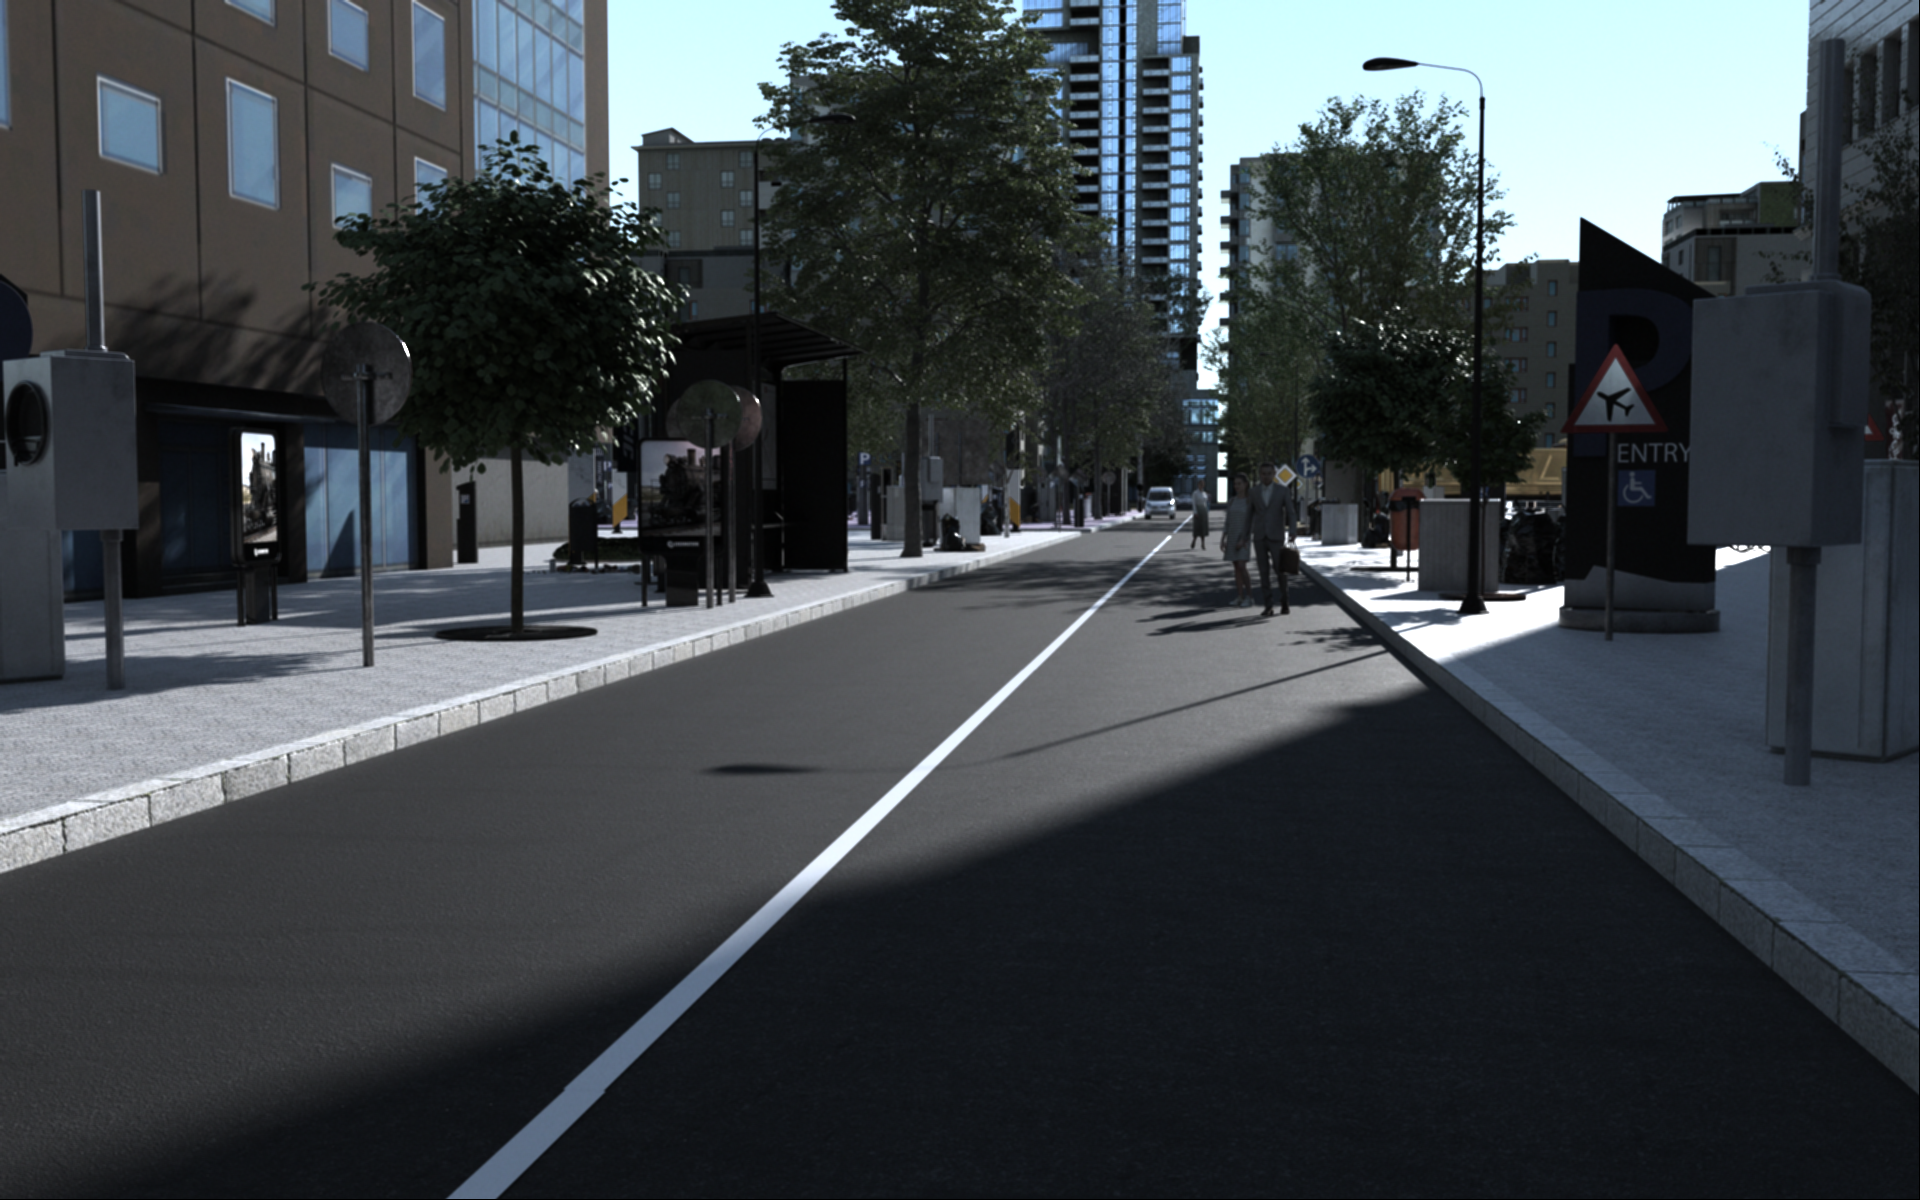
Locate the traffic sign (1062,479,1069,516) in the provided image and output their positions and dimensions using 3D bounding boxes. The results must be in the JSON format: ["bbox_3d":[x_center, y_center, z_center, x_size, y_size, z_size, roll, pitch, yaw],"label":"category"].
[{"bbox_3d":[6.129,-6.307,103.223,0.768,2.556,0.104,1,4,12],"label":"traffic sign"}]

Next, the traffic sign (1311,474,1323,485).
[{"bbox_3d":[20.793,-6.161,100.832,0.768,2.556,0.104,1,4,9],"label":"traffic sign"}]

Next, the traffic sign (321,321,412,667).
[{"bbox_3d":[-4.403,-0.777,12.818,0.768,2.556,0.104,1,4,16],"label":"traffic sign"}]

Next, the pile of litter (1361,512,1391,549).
[{"bbox_3d":[10.303,-1.678,41.397,1.719,0.858,1.176,-2,4,-24],"label":"pile of litter"}]

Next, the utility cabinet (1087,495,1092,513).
[{"bbox_3d":[9.262,-6.684,120.450,0.306,1.237,1.020,-2,4,-31],"label":"utility cabinet"}]

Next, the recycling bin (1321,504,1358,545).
[{"bbox_3d":[9.659,-1.927,44.056,0.722,1.027,0.722,2,4,34],"label":"recycling bin"}]

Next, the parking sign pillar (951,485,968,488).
[{"bbox_3d":[0.008,-8.066,120.345,1.447,3.967,1.447,2,4,29],"label":"parking sign pillar"}]

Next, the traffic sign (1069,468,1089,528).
[{"bbox_3d":[4.499,-3.800,65.768,0.795,2.450,0.064,1,4,8],"label":"traffic sign"}]

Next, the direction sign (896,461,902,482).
[{"bbox_3d":[-3.917,-7.725,118.302,0.876,3.537,0.379,0,4,-7],"label":"direction sign"}]

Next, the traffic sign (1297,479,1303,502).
[{"bbox_3d":[25.496,-7.926,130.767,0.795,2.450,0.064,1,4,9],"label":"traffic sign"}]

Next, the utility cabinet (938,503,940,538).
[{"bbox_3d":[-0.766,-2.402,50.429,1.020,1.237,0.306,1,4,17],"label":"utility cabinet"}]

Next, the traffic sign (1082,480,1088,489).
[{"bbox_3d":[6.651,-5.617,93.967,0.606,2.300,0.079,1,4,15],"label":"traffic sign"}]

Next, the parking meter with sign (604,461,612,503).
[{"bbox_3d":[-18.231,-5.732,89.975,0.543,3.016,1.738,-1,4,-17],"label":"parking meter with sign"}]

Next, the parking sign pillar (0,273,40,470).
[{"bbox_3d":[-8.754,-1.636,15.229,1.447,3.967,1.447,2,4,31],"label":"parking sign pillar"}]

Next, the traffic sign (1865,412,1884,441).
[{"bbox_3d":[8.844,-1.072,17.536,0.884,2.594,0.081,1,4,16],"label":"traffic sign"}]

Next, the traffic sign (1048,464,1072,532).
[{"bbox_3d":[3.336,-3.317,57.867,0.795,2.450,0.064,1,4,8],"label":"traffic sign"}]

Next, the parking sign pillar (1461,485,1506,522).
[{"bbox_3d":[15.910,-3.924,52.623,1.447,3.967,1.447,1,4,20],"label":"parking sign pillar"}]

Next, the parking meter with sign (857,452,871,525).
[{"bbox_3d":[-4.054,-4.664,72.512,0.543,3.016,1.738,0,4,-8],"label":"parking meter with sign"}]

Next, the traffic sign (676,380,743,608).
[{"bbox_3d":[-2.810,-1.179,19.380,0.768,2.556,0.104,1,4,9],"label":"traffic sign"}]

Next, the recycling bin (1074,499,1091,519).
[{"bbox_3d":[6.402,-4.781,90.725,0.722,1.027,0.722,1,4,22],"label":"recycling bin"}]

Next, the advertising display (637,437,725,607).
[{"bbox_3d":[-3.187,-0.891,19.788,0.974,1.923,0.123,-1,4,-13],"label":"advertising display"}]

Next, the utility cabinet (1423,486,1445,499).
[{"bbox_3d":[12.737,-2.317,46.566,0.318,1.500,1.173,0,4,1],"label":"utility cabinet"}]

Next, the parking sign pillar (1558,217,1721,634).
[{"bbox_3d":[6.502,-1.714,16.494,1.447,3.967,1.447,2,4,35],"label":"parking sign pillar"}]

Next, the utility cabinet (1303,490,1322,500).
[{"bbox_3d":[17.636,-4.770,86.675,0.318,1.500,1.173,-2,4,-25],"label":"utility cabinet"}]

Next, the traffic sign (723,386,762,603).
[{"bbox_3d":[-2.699,-1.243,20.432,0.768,2.556,0.104,1,4,16],"label":"traffic sign"}]

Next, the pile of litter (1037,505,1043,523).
[{"bbox_3d":[3.130,-3.912,77.923,1.176,0.858,1.719,0,4,3],"label":"pile of litter"}]

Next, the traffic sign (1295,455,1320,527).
[{"bbox_3d":[11.213,-3.415,55.937,0.768,2.556,0.104,1,4,12],"label":"traffic sign"}]

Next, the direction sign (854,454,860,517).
[{"bbox_3d":[-5.709,-6.385,96.399,0.379,3.537,0.876,-1,4,-22],"label":"direction sign"}]

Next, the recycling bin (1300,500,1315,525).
[{"bbox_3d":[14.765,-3.690,72.883,0.722,1.027,0.722,0,4,-5],"label":"recycling bin"}]

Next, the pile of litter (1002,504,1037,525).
[{"bbox_3d":[2.144,-3.624,73.216,1.719,0.858,1.176,-1,4,-21],"label":"pile of litter"}]

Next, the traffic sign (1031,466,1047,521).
[{"bbox_3d":[3.607,-4.842,79.279,0.768,2.556,0.104,1,4,15],"label":"traffic sign"}]

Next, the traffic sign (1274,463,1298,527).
[{"bbox_3d":[10.649,-3.250,56.775,0.795,2.450,0.064,1,4,8],"label":"traffic sign"}]

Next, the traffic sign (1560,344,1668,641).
[{"bbox_3d":[5.685,-0.923,15.101,0.884,2.594,0.081,1,4,13],"label":"traffic sign"}]

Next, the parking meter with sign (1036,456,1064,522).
[{"bbox_3d":[4.085,-5.136,80.240,0.543,3.016,1.738,-2,4,-34],"label":"parking meter with sign"}]

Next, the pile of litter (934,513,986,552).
[{"bbox_3d":[0.003,-1.540,39.138,1.176,0.858,1.719,0,4,-5],"label":"pile of litter"}]

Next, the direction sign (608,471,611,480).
[{"bbox_3d":[-25.635,-8.245,126.804,0.379,3.537,0.876,-1,4,-23],"label":"direction sign"}]

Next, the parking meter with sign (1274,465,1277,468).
[{"bbox_3d":[18.827,-6.577,103.795,0.543,3.016,1.738,0,4,4],"label":"parking meter with sign"}]

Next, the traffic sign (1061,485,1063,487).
[{"bbox_3d":[5.579,-5.805,97.040,0.606,2.300,0.079,1,4,10],"label":"traffic sign"}]

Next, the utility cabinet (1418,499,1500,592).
[{"bbox_3d":[6.598,-0.718,22.908,1.020,1.237,0.306,1,4,18],"label":"utility cabinet"}]

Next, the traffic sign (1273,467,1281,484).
[{"bbox_3d":[11.812,-3.733,64.675,0.795,2.450,0.064,1,4,8],"label":"traffic sign"}]

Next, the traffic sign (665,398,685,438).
[{"bbox_3d":[-3.381,-1.340,22.022,0.768,2.556,0.104,1,4,9],"label":"traffic sign"}]

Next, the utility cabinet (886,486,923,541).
[{"bbox_3d":[-1.451,-2.318,46.585,0.318,1.500,1.173,3,5,43],"label":"utility cabinet"}]

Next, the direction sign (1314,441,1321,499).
[{"bbox_3d":[15.199,-4.998,73.722,0.379,3.537,0.876,2,4,29],"label":"direction sign"}]

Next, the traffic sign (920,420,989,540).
[{"bbox_3d":[-0.326,-3.290,47.670,2.265,3.308,0.079,1,4,14],"label":"traffic sign"}]

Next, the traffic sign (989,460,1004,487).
[{"bbox_3d":[1.191,-3.511,58.598,0.795,2.450,0.064,1,4,15],"label":"traffic sign"}]

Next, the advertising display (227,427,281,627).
[{"bbox_3d":[-6.979,-0.731,17.163,0.123,1.923,0.974,0,4,-1],"label":"advertising display"}]

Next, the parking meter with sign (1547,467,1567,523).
[{"bbox_3d":[17.478,-3.234,49.139,0.543,3.016,1.738,-2,4,-32],"label":"parking meter with sign"}]

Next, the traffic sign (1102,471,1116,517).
[{"bbox_3d":[8.259,-5.876,96.171,0.768,2.556,0.104,1,4,13],"label":"traffic sign"}]

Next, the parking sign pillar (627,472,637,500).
[{"bbox_3d":[-25.401,-8.970,135.123,1.447,3.967,1.447,0,4,8],"label":"parking sign pillar"}]

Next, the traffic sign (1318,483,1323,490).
[{"bbox_3d":[22.103,-6.460,106.812,0.795,2.450,0.064,1,4,14],"label":"traffic sign"}]

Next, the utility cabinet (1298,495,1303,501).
[{"bbox_3d":[26.589,-7.681,136.751,1.020,1.237,0.306,0,4,-8],"label":"utility cabinet"}]
